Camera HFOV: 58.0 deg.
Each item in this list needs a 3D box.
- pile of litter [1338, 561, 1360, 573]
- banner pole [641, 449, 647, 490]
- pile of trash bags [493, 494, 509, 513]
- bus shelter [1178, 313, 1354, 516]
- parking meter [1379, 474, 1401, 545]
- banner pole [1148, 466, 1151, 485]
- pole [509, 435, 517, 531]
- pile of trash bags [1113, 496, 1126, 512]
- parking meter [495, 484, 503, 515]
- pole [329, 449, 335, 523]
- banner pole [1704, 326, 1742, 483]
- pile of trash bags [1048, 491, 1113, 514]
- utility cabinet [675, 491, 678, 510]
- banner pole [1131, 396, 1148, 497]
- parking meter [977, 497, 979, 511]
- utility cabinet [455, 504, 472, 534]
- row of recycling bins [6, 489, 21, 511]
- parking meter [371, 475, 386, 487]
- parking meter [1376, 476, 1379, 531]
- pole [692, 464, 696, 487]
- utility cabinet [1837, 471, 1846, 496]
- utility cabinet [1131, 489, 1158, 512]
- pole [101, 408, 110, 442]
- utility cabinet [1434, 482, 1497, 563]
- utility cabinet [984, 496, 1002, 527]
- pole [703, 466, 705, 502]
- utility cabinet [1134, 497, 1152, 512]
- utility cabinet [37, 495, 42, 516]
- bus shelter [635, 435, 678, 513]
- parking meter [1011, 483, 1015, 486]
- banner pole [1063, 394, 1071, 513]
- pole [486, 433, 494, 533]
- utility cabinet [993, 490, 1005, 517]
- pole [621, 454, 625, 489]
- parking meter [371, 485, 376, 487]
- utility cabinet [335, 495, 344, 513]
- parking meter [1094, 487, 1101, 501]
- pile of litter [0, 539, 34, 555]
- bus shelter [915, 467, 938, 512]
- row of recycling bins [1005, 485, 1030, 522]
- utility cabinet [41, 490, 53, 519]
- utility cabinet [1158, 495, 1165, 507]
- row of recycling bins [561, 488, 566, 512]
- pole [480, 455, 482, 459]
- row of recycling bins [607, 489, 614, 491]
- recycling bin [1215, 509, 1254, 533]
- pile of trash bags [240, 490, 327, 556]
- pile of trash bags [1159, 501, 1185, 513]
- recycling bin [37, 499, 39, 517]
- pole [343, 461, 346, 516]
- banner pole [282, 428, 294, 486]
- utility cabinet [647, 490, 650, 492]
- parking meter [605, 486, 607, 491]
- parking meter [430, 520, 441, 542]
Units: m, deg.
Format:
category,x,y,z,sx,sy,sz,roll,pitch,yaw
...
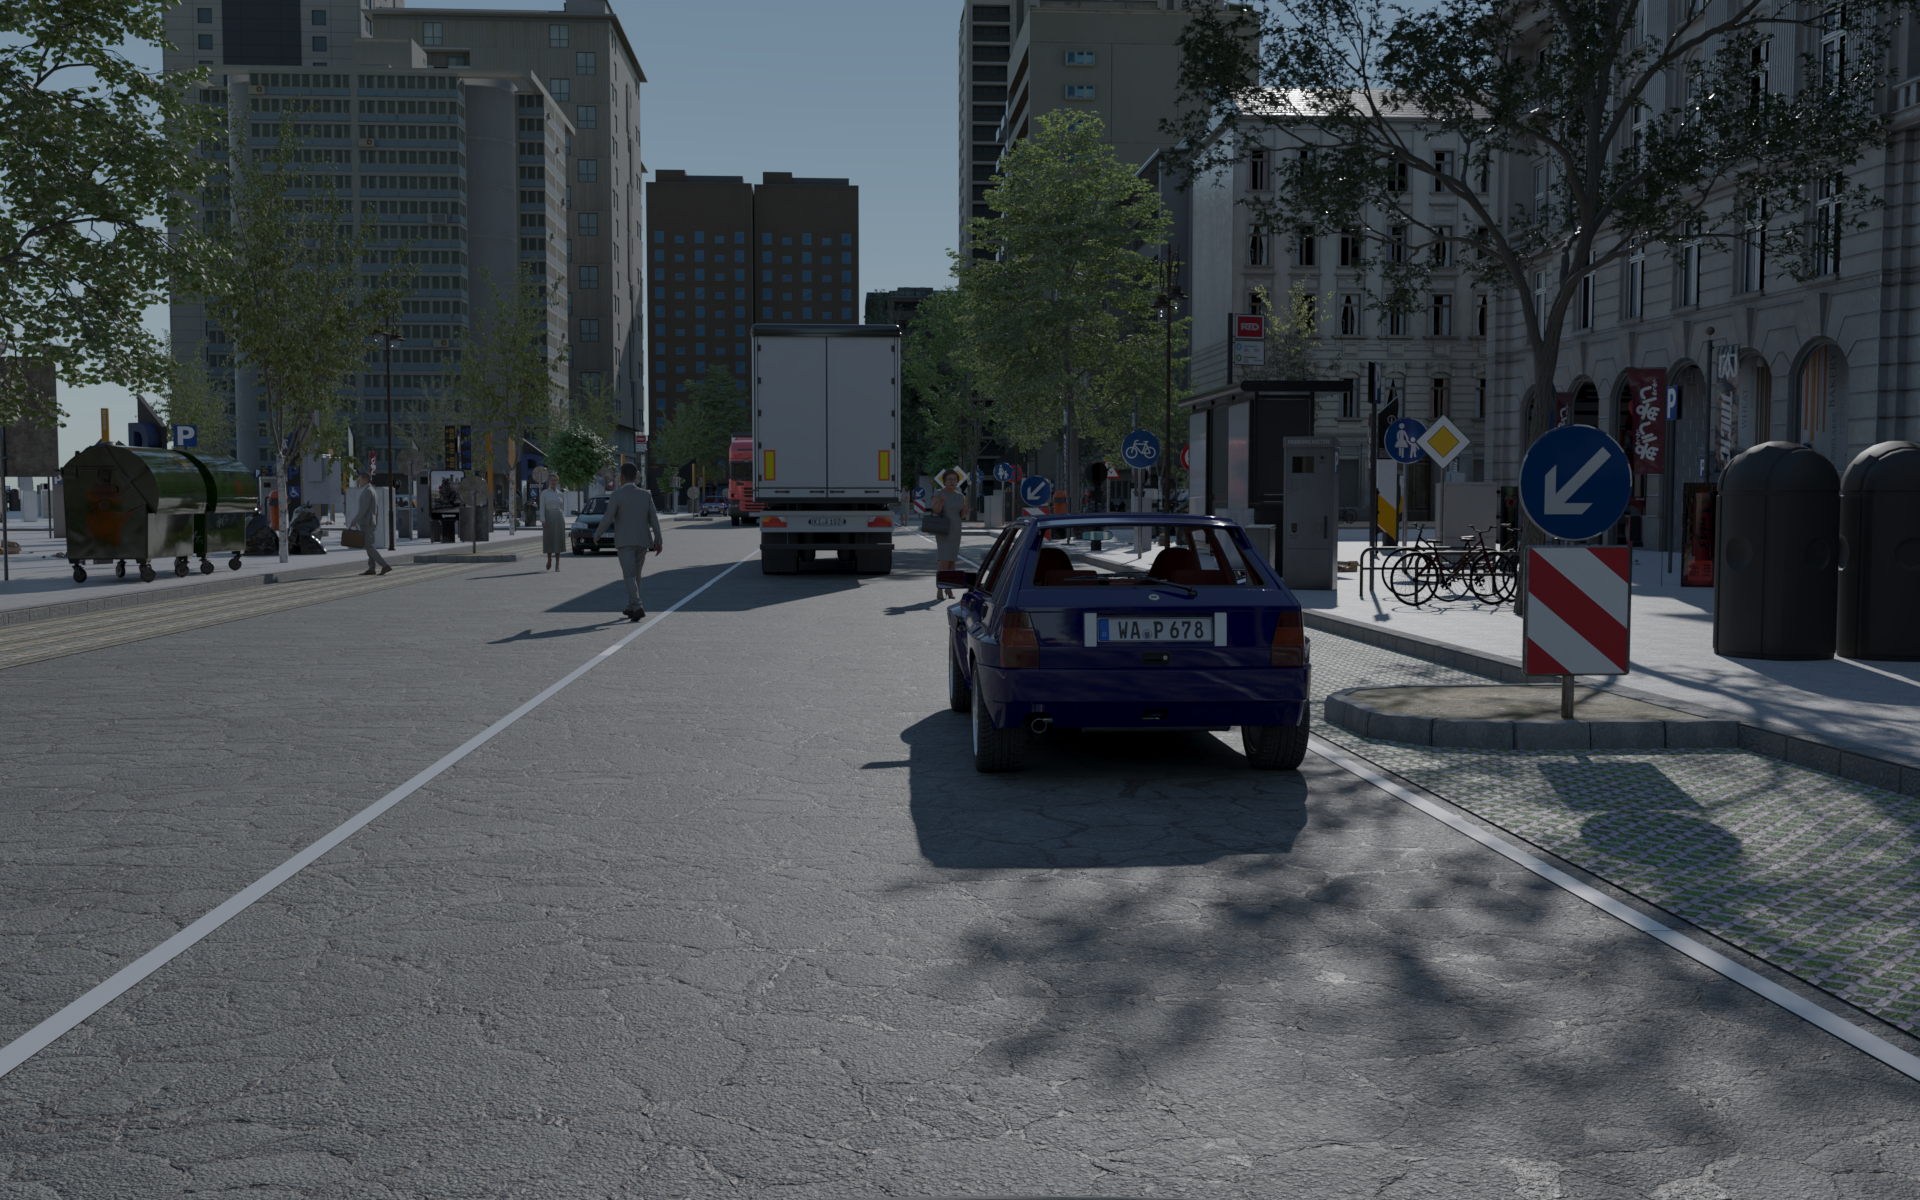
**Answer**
category,x,y,z,sx,sy,sz,roll,pitch,yaw
pile of litter,6.134,-0.925,29.094,1.176,0.858,1.719,1,4,12
banner pole,-17.601,-6.520,96.614,0.401,3.779,0.863,-3,4,-36
pile of trash bags,-32.397,-6.832,121.459,1.912,1.369,3.447,-3,4,-37
bus shelter,5.913,-3.578,36.137,2.179,5.291,8.768,0,4,-4
parking meter,10.791,-2.299,43.306,0.399,1.863,0.255,0,4,-5
banner pole,6.523,-4.335,60.892,0.401,3.779,0.863,-1,4,-19
pole,-15.319,-4.003,59.292,0.158,3.312,0.155,0,3,0
pile of trash bags,8.146,-5.501,99.688,1.912,1.369,3.447,-2,4,-30
parking meter,-26.891,-5.826,100.965,0.399,1.863,0.255,-3,5,-41
pole,-28.308,-5.150,78.042,0.158,3.312,0.155,0,3,0
banner pole,11.274,-2.186,25.762,0.401,3.779,0.863,-1,4,-17
pile of trash bags,3.090,-2.404,49.063,1.912,1.369,3.447,1,4,12
utility cabinet,-21.873,-7.703,134.627,0.318,1.500,1.173,-2,4,-31
banner pole,4.475,-3.331,44.483,0.401,3.779,0.863,0,4,-5
parking meter,1.290,-7.571,129.496,0.399,1.863,0.255,-1,4,-18
utility cabinet,-15.941,-2.757,56.238,1.020,1.237,0.306,0,4,-2
row of recycling bins,-71.151,-7.481,129.430,1.069,1.692,3.534,3,5,41
parking meter,-17.431,-2.832,52.018,0.399,1.863,0.255,-3,4,-38
parking meter,13.850,-3.159,57.368,0.399,1.863,0.255,-2,4,-29
pole,-17.915,-7.512,116.669,0.158,3.312,0.155,0,3,0
utility cabinet,8.161,-0.513,17.062,0.318,1.500,1.173,-1,4,-17
utility cabinet,7.600,-3.831,71.314,1.173,1.500,0.318,3,5,44
pole,-20.277,-2.894,41.157,0.158,3.312,0.155,0,3,0
utility cabinet,9.391,-1.437,32.180,1.173,1.500,0.318,-1,4,-22
utility cabinet,1.294,-3.482,68.089,0.306,1.237,1.020,2,4,27
pole,-18.878,-8.182,127.617,0.158,3.312,0.155,0,3,0
utility cabinet,4.201,-1.748,39.740,0.306,1.237,1.020,0,4,-2
utility cabinet,-53.215,-5.422,99.812,1.020,1.237,0.306,2,4,31
bus shelter,-21.107,-8.728,120.342,2.179,5.291,8.768,0,4,-4
parking meter,2.856,-5.280,92.045,0.255,1.863,0.399,0,4,0
banner pole,2.681,-3.277,43.591,0.401,3.779,0.863,-1,4,-9
pole,-15.618,-3.895,57.522,0.158,3.312,0.155,0,3,0
utility cabinet,2.409,-5.242,94.381,1.173,1.500,0.318,0,4,4
pole,-17.071,-5.747,87.813,0.158,3.312,0.155,0,3,0
parking meter,-15.642,-2.288,45.823,0.372,1.533,0.369,0,3,0
utility cabinet,-42.050,-6.526,117.854,1.020,1.237,0.306,1,4,17
parking meter,9.037,-6.602,113.658,0.399,1.863,0.255,2,4,29
pile of litter,-20.521,-1.393,36.738,1.176,0.858,1.719,3,5,42
bus shelter,-2.068,-7.916,123.356,2.014,3.302,5.546,0,4,-4
row of recycling bins,2.820,-4.440,79.713,1.069,1.692,3.534,-1,4,-10
utility cabinet,-46.836,-4.949,89.595,1.173,1.500,0.318,-3,4,-38
utility cabinet,10.118,-4.740,88.658,0.306,1.237,1.020,-3,4,-38
row of recycling bins,-29.607,-7.447,128.875,1.069,1.692,3.534,-1,4,-11
pole,-25.124,-5.929,90.783,0.158,3.312,0.155,0,3,0
row of recycling bins,-26.037,-7.514,129.969,3.534,1.692,1.069,3,4,36
recycling bin,4.824,-1.063,29.937,0.722,1.027,0.722,0,4,-3
pile of trash bags,-14.826,-1.705,37.635,1.912,1.369,3.447,-1,4,-22
pile of trash bags,7.614,-2.684,53.640,3.447,1.369,1.912,-2,4,-35
recycling bin,-51.939,-5.147,96.704,0.722,1.027,0.722,-3,5,-40
pole,-36.123,-6.597,101.710,0.158,3.312,0.155,0,3,0
banner pole,-25.638,-4.657,66.155,0.863,3.779,0.401,0,4,6
utility cabinet,-18.148,-5.466,98.053,1.173,1.500,0.318,0,4,6
parking meter,-22.100,-6.228,107.543,0.399,1.863,0.255,3,5,40
parking meter,-13.996,-2.487,46.368,0.399,1.863,0.255,3,4,38
